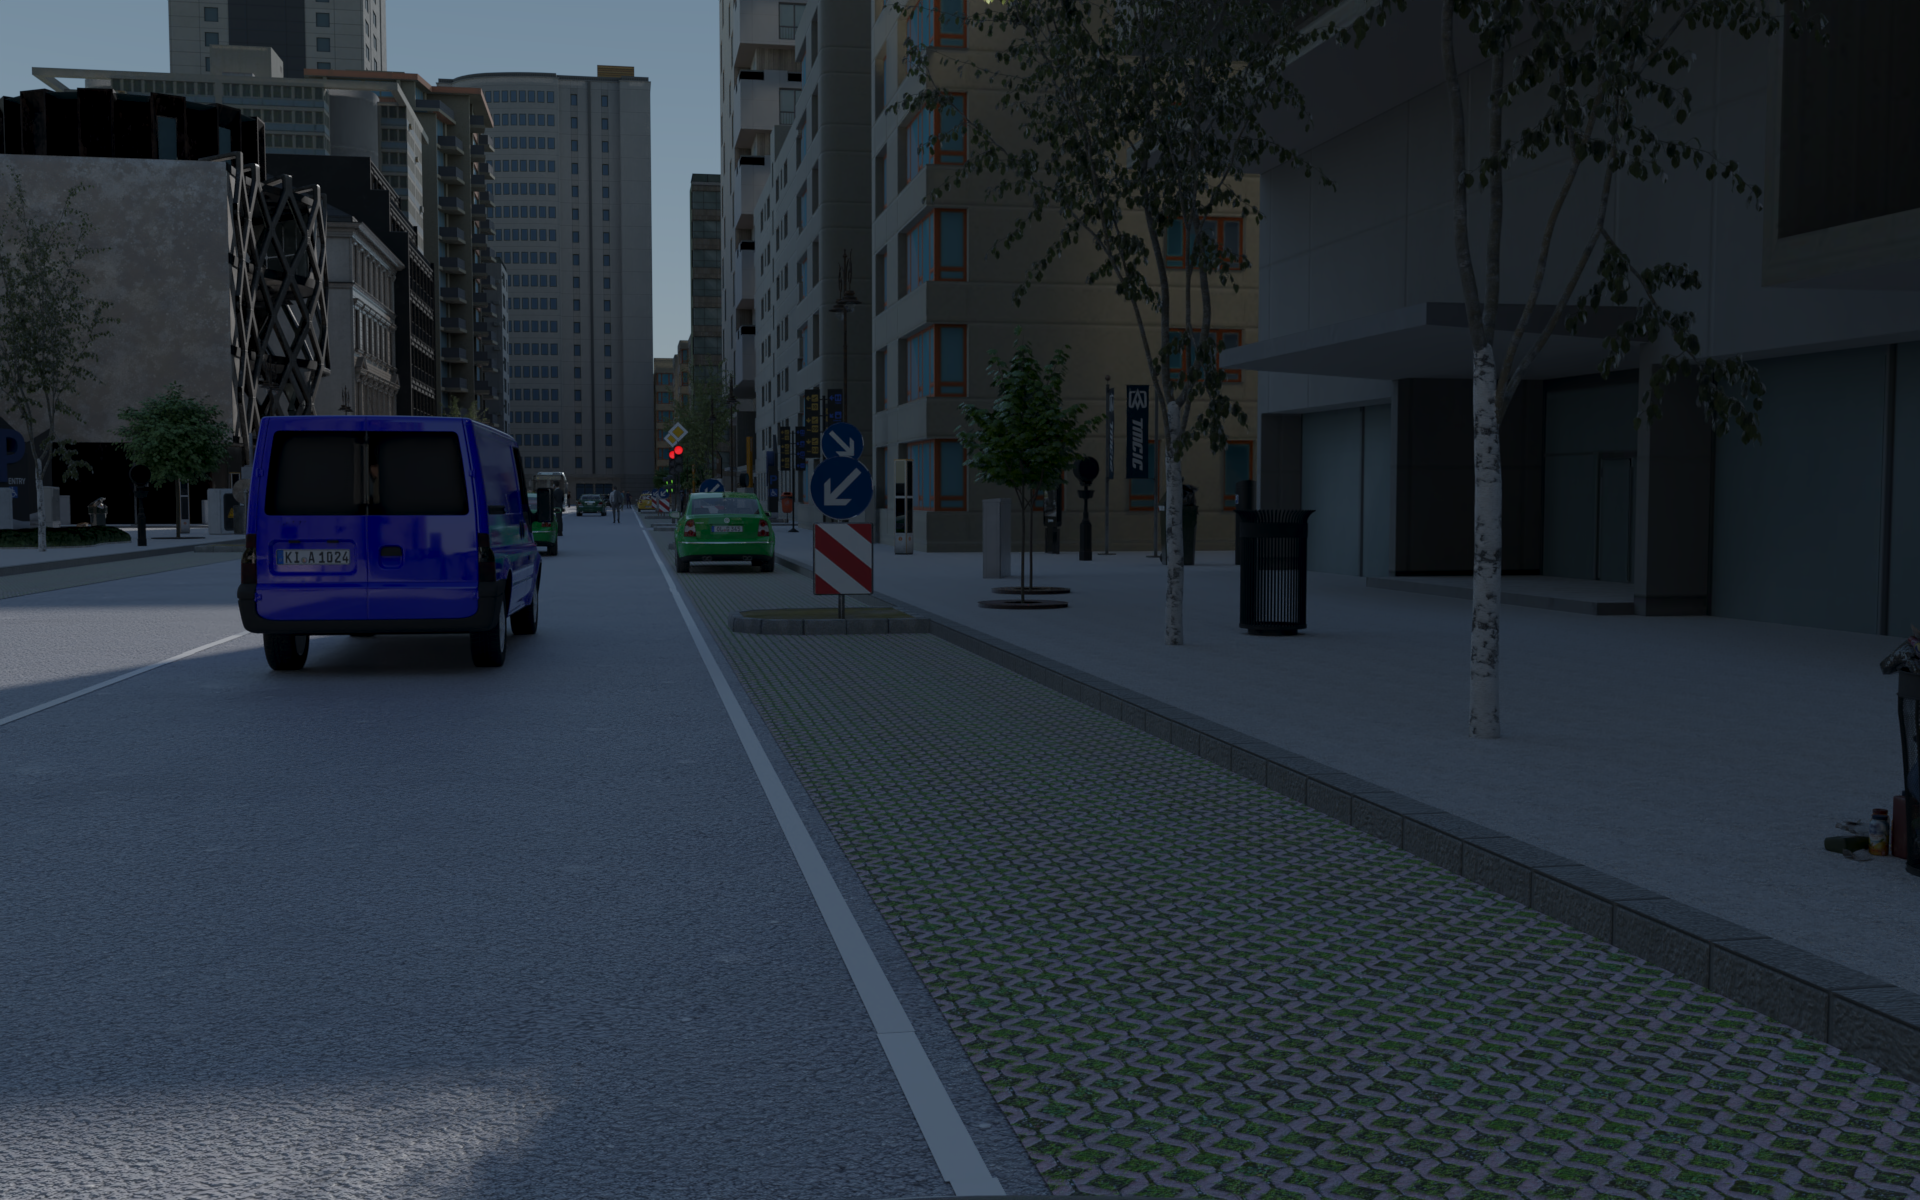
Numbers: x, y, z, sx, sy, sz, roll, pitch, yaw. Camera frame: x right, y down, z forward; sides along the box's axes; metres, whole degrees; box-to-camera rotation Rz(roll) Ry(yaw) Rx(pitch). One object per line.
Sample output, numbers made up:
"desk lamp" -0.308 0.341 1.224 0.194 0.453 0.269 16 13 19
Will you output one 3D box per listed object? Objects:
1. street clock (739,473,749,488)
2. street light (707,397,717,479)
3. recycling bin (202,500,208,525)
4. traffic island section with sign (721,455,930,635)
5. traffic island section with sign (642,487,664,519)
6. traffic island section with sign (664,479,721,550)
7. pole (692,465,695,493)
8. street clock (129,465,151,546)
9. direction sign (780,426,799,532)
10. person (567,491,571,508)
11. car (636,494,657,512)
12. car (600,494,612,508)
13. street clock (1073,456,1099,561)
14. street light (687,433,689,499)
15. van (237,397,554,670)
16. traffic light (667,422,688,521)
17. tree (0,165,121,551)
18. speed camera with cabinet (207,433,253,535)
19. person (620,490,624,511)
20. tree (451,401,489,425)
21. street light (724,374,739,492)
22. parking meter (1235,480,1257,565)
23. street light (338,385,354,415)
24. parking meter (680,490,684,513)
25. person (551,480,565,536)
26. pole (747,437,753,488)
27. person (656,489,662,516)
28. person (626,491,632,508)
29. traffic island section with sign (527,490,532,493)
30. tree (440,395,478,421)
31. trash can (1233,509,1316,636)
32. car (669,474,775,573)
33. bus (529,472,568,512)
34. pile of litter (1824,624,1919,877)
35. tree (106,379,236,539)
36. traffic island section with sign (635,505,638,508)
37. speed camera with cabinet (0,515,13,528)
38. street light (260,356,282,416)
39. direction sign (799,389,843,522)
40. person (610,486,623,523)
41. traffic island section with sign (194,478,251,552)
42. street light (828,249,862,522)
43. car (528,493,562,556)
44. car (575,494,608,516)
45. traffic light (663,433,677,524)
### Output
"street clock" -7.475 -3.396 60.089 0.358 2.002 0.471 1 4 10
"street light" -11.790 -6.714 82.562 0.468 5.910 1.993 -1 4 -11
"recycling bin" -31.241 -3.659 72.385 0.722 1.027 0.722 -2 4 -32
"traffic island section with sign" -1.455 -0.601 18.455 1.989 1.847 2.006 -1 4 -11
"traffic island section with sign" -17.191 -5.581 99.884 1.989 1.847 2.006 -1 4 -11
"traffic island section with sign" -6.598 -2.231 45.109 1.989 1.847 2.006 -1 4 -11
"pole" -18.347 -7.680 119.404 0.158 3.312 0.155 0 3 0
"street clock" -20.152 -2.327 42.618 0.471 2.002 0.358 -2 4 -34
"direction sign" -5.591 -4.038 58.022 0.876 3.537 0.379 1 4 11
"person" -41.134 -10.549 181.801 0.721 1.723 1.217 -2 4 -35
"car" -24.966 -7.862 138.767 2.015 1.641 3.980 -1 4 -11
"car" -37.614 -10.591 182.952 2.009 1.686 4.222 -1 4 -12
"street clock" 2.420 -1.758 33.307 0.471 2.002 0.358 -2 4 -26
"street light" -18.233 -8.748 115.811 0.468 5.910 1.993 -1 4 -11
"van" -4.978 -0.701 15.849 2.240 2.365 5.245 -1 4 -9
"traffic light" -10.969 -4.799 67.391 0.839 4.253 0.868 -1 4 -11
"tree" -20.556 -5.375 38.247 4.360 8.622 3.978 0 3 0
"speed camera with cabinet" -23.044 -3.732 55.352 0.660 3.252 2.038 2 4 25
"person" -28.090 -8.265 143.974 0.444 1.785 0.601 1 4 17
"tree" -38.740 -11.394 136.660 4.360 8.622 3.978 0 3 0
"street light" -8.812 -5.755 66.885 0.468 5.910 1.993 -1 4 -11
"parking meter" 5.177 -1.404 31.374 0.372 1.533 0.369 0 3 0
"street light" -26.101 -6.174 73.740 0.468 5.910 1.993 -1 4 -11
"parking meter" -19.343 -6.828 120.050 0.372 1.533 0.369 0 3 0
"person" -13.764 -3.130 59.044 0.474 1.900 0.648 0 4 -2
"pole" -7.493 -4.153 61.746 0.158 3.312 0.155 0 3 0
"person" -18.595 -6.018 107.468 0.480 1.755 0.524 0 4 3
"person" -32.856 -9.983 172.166 0.568 1.767 0.683 2 4 27
"traffic island section with sign" -42.962 -10.061 173.119 1.989 1.847 2.006 -1 4 -11
"tree" -36.836 -10.885 128.339 4.737 8.622 4.395 0 3 0
"trash can" 2.865 -0.255 15.831 0.748 1.137 0.748 0 3 0
"car" -4.510 -1.469 32.816 1.959 1.807 4.718 -1 4 -10
"bus" -33.403 -8.940 141.024 2.948 3.499 13.247 -1 4 -12
"pile of litter" 3.620 0.497 5.847 1.176 0.858 1.719 1 4 16
"tree" -22.591 -4.037 49.712 4.285 4.588 4.351 0 3 0
"traffic island section with sign" -31.749 -10.192 175.268 1.989 1.847 2.006 -1 4 -11
"speed camera with cabinet" -25.954 -3.133 45.566 2.038 3.252 0.660 1 4 18
"street light" -23.089 -5.221 58.150 0.468 5.910 1.993 -1 4 -11
"direction sign" -2.935 -2.778 37.421 0.876 3.537 0.379 1 4 18
"person" -16.948 -4.701 85.468 0.679 1.850 0.850 -1 4 -20
"traffic island section with sign" -17.887 -2.121 43.302 1.989 1.847 2.006 -1 4 -11
"street light" -2.169 -3.671 32.816 0.468 5.910 1.993 -1 4 -11
"car" -10.541 -1.999 41.473 1.959 1.807 4.718 -1 4 -13
"car" -24.071 -6.200 113.161 2.131 1.459 4.920 -1 4 -9
"traffic light" -12.484 -5.279 75.232 0.839 4.253 0.868 -1 4 -11
